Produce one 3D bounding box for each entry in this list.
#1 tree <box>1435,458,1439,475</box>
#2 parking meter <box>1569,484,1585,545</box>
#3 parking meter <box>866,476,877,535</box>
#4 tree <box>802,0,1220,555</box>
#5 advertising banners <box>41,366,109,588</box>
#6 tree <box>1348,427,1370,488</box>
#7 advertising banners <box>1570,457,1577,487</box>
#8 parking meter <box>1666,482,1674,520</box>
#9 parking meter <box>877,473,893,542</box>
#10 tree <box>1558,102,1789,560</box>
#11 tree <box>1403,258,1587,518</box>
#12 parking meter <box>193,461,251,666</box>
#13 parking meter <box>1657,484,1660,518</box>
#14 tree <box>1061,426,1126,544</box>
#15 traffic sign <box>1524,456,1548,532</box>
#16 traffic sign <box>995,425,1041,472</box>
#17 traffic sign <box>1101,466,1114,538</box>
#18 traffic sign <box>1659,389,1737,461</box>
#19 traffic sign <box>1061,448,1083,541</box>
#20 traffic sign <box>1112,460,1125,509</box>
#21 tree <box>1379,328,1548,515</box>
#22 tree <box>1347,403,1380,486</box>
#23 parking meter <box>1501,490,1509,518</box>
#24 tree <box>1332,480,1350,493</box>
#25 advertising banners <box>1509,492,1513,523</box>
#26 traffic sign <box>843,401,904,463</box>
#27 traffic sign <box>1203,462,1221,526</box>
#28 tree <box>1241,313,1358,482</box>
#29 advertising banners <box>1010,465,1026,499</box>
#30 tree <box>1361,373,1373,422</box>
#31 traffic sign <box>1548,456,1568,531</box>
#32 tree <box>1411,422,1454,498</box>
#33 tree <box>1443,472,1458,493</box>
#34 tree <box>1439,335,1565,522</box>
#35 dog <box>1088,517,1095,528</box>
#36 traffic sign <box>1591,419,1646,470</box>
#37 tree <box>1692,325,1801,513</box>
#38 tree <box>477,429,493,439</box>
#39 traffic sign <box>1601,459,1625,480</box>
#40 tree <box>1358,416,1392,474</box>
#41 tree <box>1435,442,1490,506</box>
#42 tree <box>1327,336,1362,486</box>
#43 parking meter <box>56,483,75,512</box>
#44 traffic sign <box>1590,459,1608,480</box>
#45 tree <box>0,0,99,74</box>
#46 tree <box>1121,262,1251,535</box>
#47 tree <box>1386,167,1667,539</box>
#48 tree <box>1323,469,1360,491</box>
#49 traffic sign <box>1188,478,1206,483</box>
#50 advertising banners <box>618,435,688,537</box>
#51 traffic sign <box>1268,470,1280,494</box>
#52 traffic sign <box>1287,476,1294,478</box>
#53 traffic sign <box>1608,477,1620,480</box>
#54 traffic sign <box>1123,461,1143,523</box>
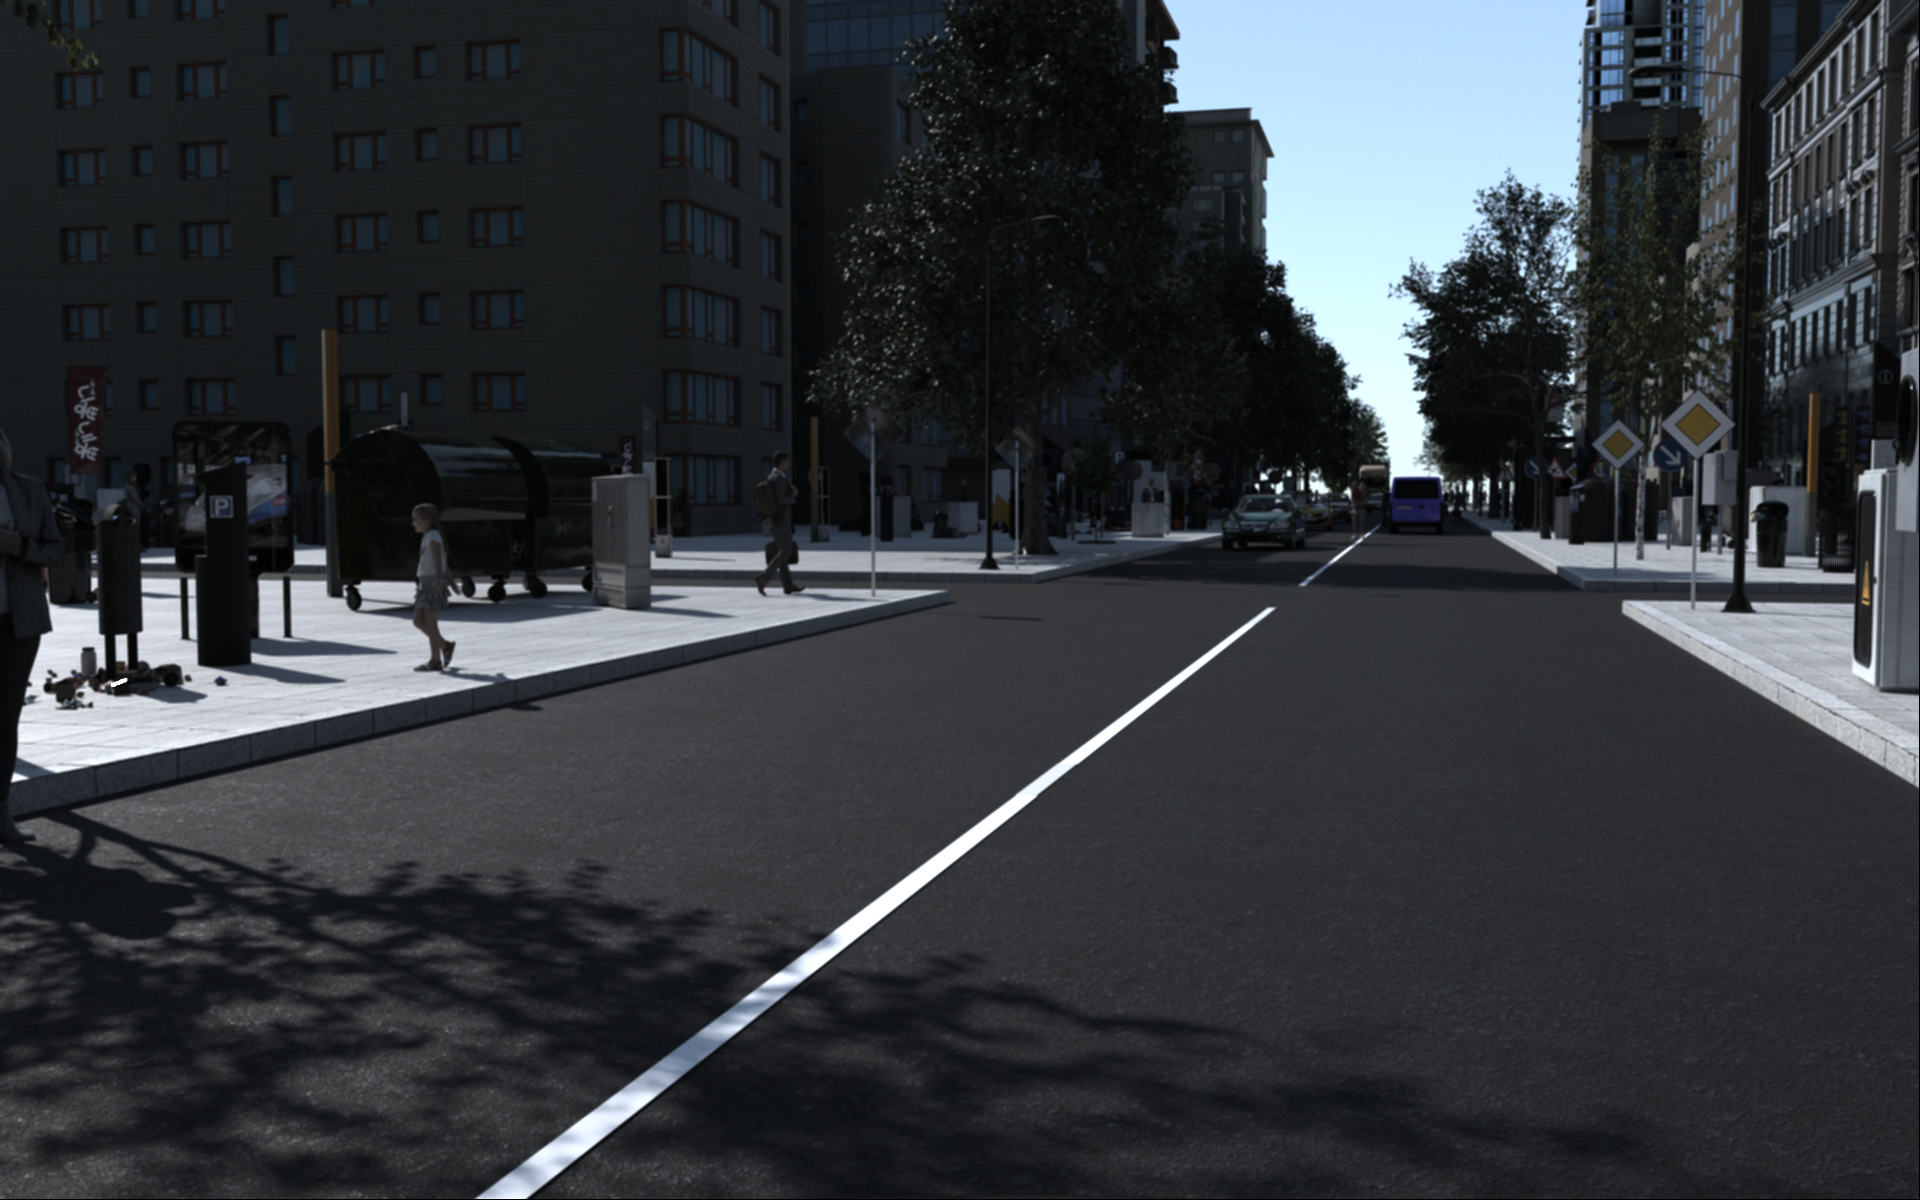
[{"bbox_3d":[36.426,-10.556,122.955,4.360,8.622,3.978,0,3,0],"label":"tree"},{"bbox_3d":[15.707,-2.182,44.091,0.372,1.533,0.369,0,3,0],"label":"parking meter"},{"bbox_3d":[-2.802,-3.014,54.984,0.255,1.863,0.399,2,4,32],"label":"parking meter"},{"bbox_3d":[1.477,-7.303,36.405,9.611,12.733,9.660,0,3,0],"label":"tree"},{"bbox_3d":[-12.651,-1.671,23.508,2.074,3.025,0.090,-1,4,-17],"label":"advertising banners"},{"bbox_3d":[43.281,-14.688,190.503,4.360,8.622,3.978,0,3,0],"label":"tree"},{"bbox_3d":[29.952,-5.316,83.098,2.074,3.025,0.090,-2,4,-28],"label":"advertising banners"},{"bbox_3d":[35.548,-4.947,86.597,0.399,1.863,0.255,-2,4,-29],"label":"parking meter"},{"bbox_3d":[-1.988,-2.520,46.911,0.255,1.863,0.399,-1,4,-23],"label":"parking meter"},{"bbox_3d":[13.502,-5.096,33.690,4.737,8.622,4.395,0,3,0],"label":"tree"},{"bbox_3d":[28.192,-11.261,90.766,9.857,13.997,8.962,0,3,0],"label":"tree"},{"bbox_3d":[-5.549,-0.282,13.024,0.372,1.533,0.369,0,3,0],"label":"parking meter"},{"bbox_3d":[37.859,-5.419,94.314,0.255,1.863,0.399,-1,4,-18],"label":"parking meter"},{"bbox_3d":[3.661,-3.095,45.205,1.663,3.219,1.824,0,3,0],"label":"tree"},{"bbox_3d":[19.368,-3.556,58.251,0.768,2.556,0.104,1,4,20],"label":"traffic sign"},{"bbox_3d":[0.957,-1.663,29.384,0.795,2.593,0.064,1,4,15],"label":"traffic sign"},{"bbox_3d":[4.133,-3.086,50.454,0.884,2.594,0.081,2,4,24],"label":"traffic sign"},{"bbox_3d":[8.173,-1.040,19.189,0.795,2.593,0.064,1,4,15],"label":"traffic sign"},{"bbox_3d":[3.120,-2.904,47.594,0.768,2.556,0.104,2,4,23],"label":"traffic sign"},{"bbox_3d":[5.785,-3.989,65.218,0.884,2.594,0.081,2,4,24],"label":"traffic sign"},{"bbox_3d":[33.284,-11.152,108.086,9.928,11.665,9.643,0,3,0],"label":"tree"},{"bbox_3d":[45.031,-16.674,198.381,9.928,11.665,9.643,0,3,0],"label":"tree"},{"bbox_3d":[29.705,-5.260,94.411,0.372,1.533,0.369,0,3,0],"label":"parking meter"},{"bbox_3d":[37.906,-10.909,172.961,1.663,3.219,1.824,0,3,0],"label":"tree"},{"bbox_3d":[25.014,-4.869,75.790,2.074,3.025,0.090,-1,4,-13],"label":"advertising banners"},{"bbox_3d":[-1.095,-1.191,21.666,0.795,2.593,0.064,1,4,15],"label":"traffic sign"},{"bbox_3d":[10.103,-4.261,69.769,0.768,2.556,0.104,1,4,21],"label":"traffic sign"},{"bbox_3d":[20.697,-11.682,109.120,7.486,12.596,7.792,0,3,0],"label":"tree"},{"bbox_3d":[2.033,-4.508,69.901,0.090,3.025,2.074,-3,5,-41],"label":"advertising banners"},{"bbox_3d":[24.302,-12.493,121.272,9.611,12.733,9.660,0,3,0],"label":"tree"},{"bbox_3d":[20.511,-3.657,59.801,0.884,2.594,0.081,1,4,15],"label":"traffic sign"},{"bbox_3d":[67.481,-20.021,237.711,12.009,13.543,11.850,0,3,0],"label":"tree"},{"bbox_3d":[70.847,-18.232,248.446,4.737,8.622,4.395,0,3,0],"label":"tree"},{"bbox_3d":[25.151,-7.895,79.445,4.360,8.622,3.978,0,3,0],"label":"tree"},{"bbox_3d":[4.940,-2.915,65.404,0.550,0.427,0.748,2,4,34],"label":"dog"},{"bbox_3d":[10.225,-1.512,26.907,0.795,2.593,0.064,1,4,15],"label":"traffic sign"},{"bbox_3d":[34.537,-7.702,76.283,4.360,8.622,3.978,0,3,0],"label":"tree"},{"bbox_3d":[-14.221,-3.486,51.592,1.663,3.219,1.824,0,3,0],"label":"tree"},{"bbox_3d":[22.045,-3.572,58.513,0.768,2.556,0.104,1,4,16],"label":"traffic sign"},{"bbox_3d":[58.282,-20.291,249.887,7.486,12.596,7.792,0,3,0],"label":"tree"},{"bbox_3d":[53.063,-16.083,181.079,7.486,12.596,7.792,0,3,0],"label":"tree"},{"bbox_3d":[12.481,-9.840,77.885,9.611,12.733,9.660,0,3,0],"label":"tree"},{"bbox_3d":[-20.784,-1.948,40.261,0.372,1.533,0.369,0,3,0],"label":"parking meter"},{"bbox_3d":[23.432,-3.865,63.307,0.768,2.556,0.104,1,4,18],"label":"traffic sign"},{"bbox_3d":[-5.307,-3.561,8.591,4.360,8.622,3.978,0,3,0],"label":"tree"},{"bbox_3d":[6.601,-6.336,53.959,4.737,8.622,4.395,0,3,0],"label":"tree"},{"bbox_3d":[16.507,-7.034,49.418,7.601,10.594,8.767,3,5,45],"label":"tree"},{"bbox_3d":[38.454,-11.791,176.494,4.285,4.588,4.351,0,3,0],"label":"tree"},{"bbox_3d":[11.631,-5.206,85.123,0.884,2.594,0.081,1,4,18],"label":"traffic sign"},{"bbox_3d":[-9.114,-3.377,51.407,2.074,3.025,0.090,0,4,3],"label":"advertising banners"},{"bbox_3d":[16.749,-5.627,92.106,0.768,2.556,0.104,1,4,21],"label":"traffic sign"},{"bbox_3d":[18.931,-5.971,99.751,0.606,2.300,0.079,1,4,19],"label":"traffic sign"},{"bbox_3d":[24.212,-3.931,64.380,0.768,2.556,0.104,1,4,16],"label":"traffic sign"},{"bbox_3d":[6.636,-4.066,66.585,0.768,2.556,0.104,1,4,20],"label":"traffic sign"}]
